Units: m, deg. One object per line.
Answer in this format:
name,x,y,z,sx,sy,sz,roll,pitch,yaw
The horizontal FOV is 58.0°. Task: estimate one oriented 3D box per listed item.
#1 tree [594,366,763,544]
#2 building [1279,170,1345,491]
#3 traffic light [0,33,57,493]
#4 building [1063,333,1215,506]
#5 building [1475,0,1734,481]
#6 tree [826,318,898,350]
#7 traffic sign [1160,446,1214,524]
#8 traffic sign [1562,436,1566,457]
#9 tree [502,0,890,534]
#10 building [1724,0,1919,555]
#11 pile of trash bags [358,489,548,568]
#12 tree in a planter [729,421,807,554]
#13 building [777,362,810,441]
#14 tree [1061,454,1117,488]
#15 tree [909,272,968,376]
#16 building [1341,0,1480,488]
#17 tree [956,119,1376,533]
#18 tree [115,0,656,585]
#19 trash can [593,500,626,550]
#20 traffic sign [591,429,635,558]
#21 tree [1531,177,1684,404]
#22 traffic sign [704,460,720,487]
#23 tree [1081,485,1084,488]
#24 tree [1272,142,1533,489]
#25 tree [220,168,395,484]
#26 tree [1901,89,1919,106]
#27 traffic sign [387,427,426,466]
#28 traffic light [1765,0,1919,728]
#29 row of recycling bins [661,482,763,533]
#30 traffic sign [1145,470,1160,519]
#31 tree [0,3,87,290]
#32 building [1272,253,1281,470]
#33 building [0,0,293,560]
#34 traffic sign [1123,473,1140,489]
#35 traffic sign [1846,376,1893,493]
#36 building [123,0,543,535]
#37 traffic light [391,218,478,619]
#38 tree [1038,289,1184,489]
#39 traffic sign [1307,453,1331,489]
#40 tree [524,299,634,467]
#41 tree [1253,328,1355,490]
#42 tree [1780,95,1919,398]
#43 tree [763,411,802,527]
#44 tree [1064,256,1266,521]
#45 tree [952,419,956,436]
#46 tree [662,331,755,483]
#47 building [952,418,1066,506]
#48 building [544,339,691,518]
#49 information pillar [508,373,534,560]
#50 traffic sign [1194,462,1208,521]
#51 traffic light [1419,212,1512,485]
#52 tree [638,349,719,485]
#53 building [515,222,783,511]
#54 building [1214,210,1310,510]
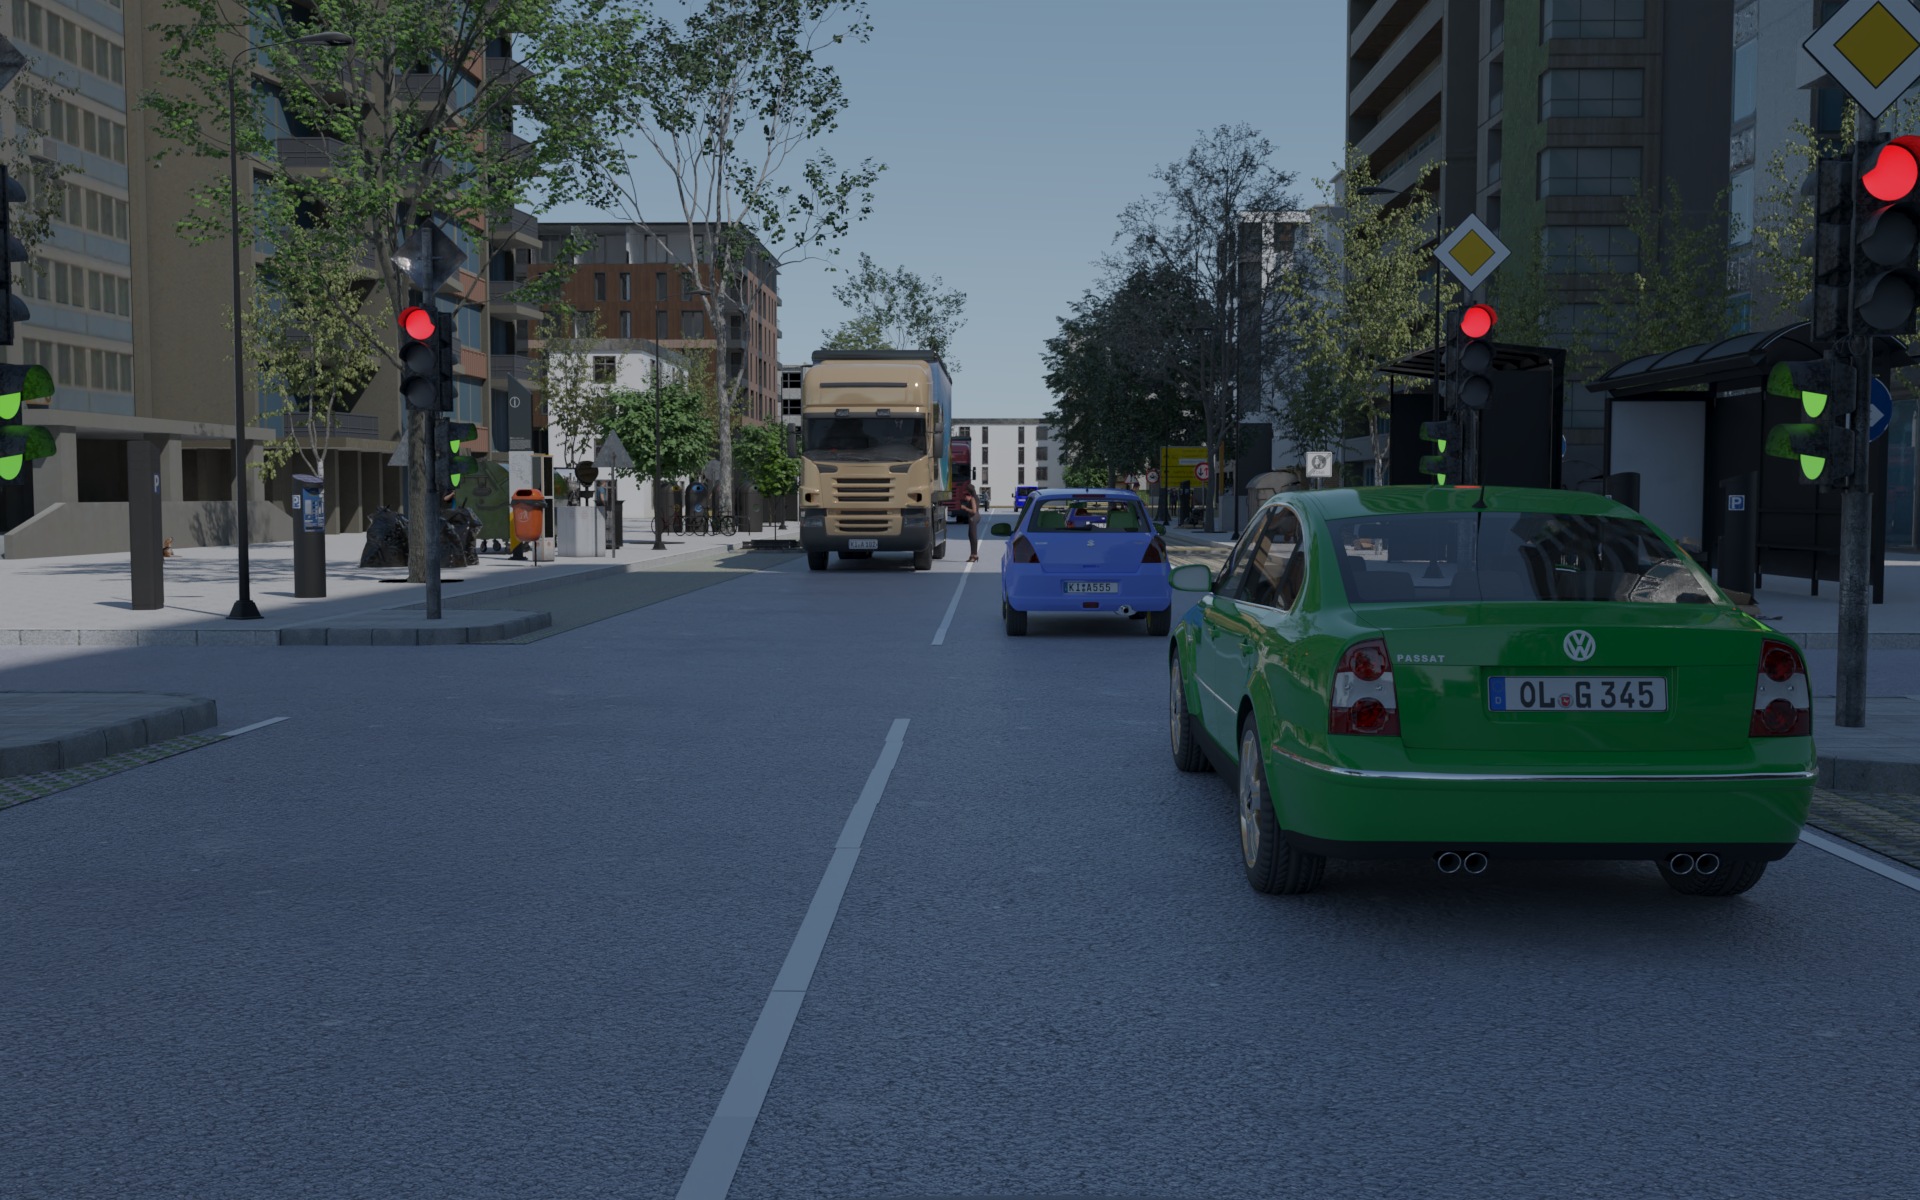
tree,-7.844,-3.737,44.816,4.285,4.588,4.351,0,3,0
building,28.872,-15.311,106.758,16.016,20.091,11.380,0,4,1
traffic light,-5.573,-1.271,9.694,0.839,4.253,0.868,0,4,1
building,27.705,-20.133,195.637,31.486,18.905,16.747,0,4,1
building,26.282,-23.179,62.569,14.154,41.232,14.086,0,4,1
tree,-6.586,-11.876,112.292,7.486,12.596,7.792,0,3,0
traffic sign,9.642,-4.880,73.664,2.265,3.308,0.079,0,4,3
traffic sign,10.830,-1.961,32.162,0.768,2.556,0.104,0,4,3
tree,-8.360,-12.084,53.457,12.611,20.169,13.585,0,3,0
building,34.367,-25.600,38.164,30.456,49.044,23.786,0,4,1
pile of trash bags,-8.947,-1.283,30.724,3.447,1.369,1.912,1,4,12
tree in a planter,-4.531,-2.760,42.354,1.991,3.239,1.994,0,4,1
building,-32.189,-20.165,196.155,31.486,18.905,16.747,0,4,1
tree,10.660,-9.347,136.534,4.285,4.588,4.351,0,3,0
tree,-5.372,-17.064,134.888,12.611,20.169,13.585,0,3,0
building,30.761,-27.940,80.517,21.300,48.544,21.600,0,4,1
tree,8.368,-8.955,56.778,12.009,13.543,11.850,0,3,0
tree,-7.958,-6.056,24.768,9.928,11.665,9.643,0,3,0
trash can,-8.128,-1.744,40.173,0.748,1.137,0.748,0,3,0
traffic sign,-6.947,-2.121,34.675,0.884,2.594,0.081,0,4,4
tree,16.184,-5.448,39.434,4.737,8.622,4.395,0,3,0
traffic sign,-9.146,-3.926,64.297,0.768,2.556,0.104,0,4,4
tree,10.686,-9.003,141.802,1.663,3.219,1.824,0,3,0
tree,8.696,-5.240,36.035,4.737,8.622,4.395,0,3,0
tree,-14.671,-5.446,39.408,4.737,8.622,4.395,0,3,0
tree,15.824,-4.594,25.479,4.360,8.622,3.978,0,3,0
traffic sign,-10.305,-1.986,32.473,0.884,2.594,0.081,0,4,5
traffic light,4.905,-1.257,9.468,0.839,4.253,0.868,0,4,1
row of recycling bins,-8.394,-3.112,57.993,3.534,1.692,1.069,-1,4,-16
traffic sign,10.035,-5.513,90.235,0.768,2.556,0.104,0,4,6
tree,-15.018,-4.592,25.444,4.360,8.622,3.978,0,3,0
building,29.832,-16.043,118.718,16.016,20.091,11.380,0,4,1
building,-34.438,-21.286,39.910,32.217,40.220,23.993,0,4,1
traffic sign,8.876,-5.494,89.823,0.884,2.594,0.081,1,4,9
traffic sign,9.367,-1.109,18.231,0.768,2.556,0.104,0,4,6
building,-29.003,-25.163,66.034,22.147,44.769,28.867,0,4,1
traffic light,-5.388,-1.759,17.677,0.839,4.253,0.868,0,4,1
tree,9.620,-12.312,107.953,9.857,13.997,8.962,0,3,0
traffic sign,8.744,-2.454,42.260,0.606,2.300,0.079,0,4,6
tree,-14.742,-7.109,66.590,4.737,8.622,4.395,0,3,0
tree,14.843,-7.545,73.718,4.360,8.622,3.978,0,3,0
tree,16.428,-4.974,31.693,4.737,8.622,4.395,0,3,0
tree,-7.519,-5.166,68.180,4.285,4.588,4.351,0,3,0
tree,9.716,-10.125,82.551,9.611,12.733,9.660,0,3,0
tree,-4.770,-15.134,157.807,12.009,13.543,11.850,0,3,0
tree,-11.641,-7.821,78.237,4.737,8.622,4.395,0,3,0
building,-2.159,-15.314,192.524,28.070,9.664,9.099,0,4,1
building,-21.253,-10.130,107.769,9.099,9.664,28.070,0,4,1
information pillar,-8.519,-2.583,33.589,0.504,3.616,0.183,1,4,9
traffic sign,9.670,-4.200,68.769,0.768,2.556,0.104,0,4,7
traffic light,5.091,-1.745,17.451,0.839,4.253,0.868,0,4,1
tree,-14.306,-8.360,87.055,4.360,8.622,3.978,0,3,0
building,-32.351,-18.383,144.529,32.646,21.610,27.936,0,4,1
building,34.449,-18.154,140.790,27.936,21.610,32.646,0,4,1
